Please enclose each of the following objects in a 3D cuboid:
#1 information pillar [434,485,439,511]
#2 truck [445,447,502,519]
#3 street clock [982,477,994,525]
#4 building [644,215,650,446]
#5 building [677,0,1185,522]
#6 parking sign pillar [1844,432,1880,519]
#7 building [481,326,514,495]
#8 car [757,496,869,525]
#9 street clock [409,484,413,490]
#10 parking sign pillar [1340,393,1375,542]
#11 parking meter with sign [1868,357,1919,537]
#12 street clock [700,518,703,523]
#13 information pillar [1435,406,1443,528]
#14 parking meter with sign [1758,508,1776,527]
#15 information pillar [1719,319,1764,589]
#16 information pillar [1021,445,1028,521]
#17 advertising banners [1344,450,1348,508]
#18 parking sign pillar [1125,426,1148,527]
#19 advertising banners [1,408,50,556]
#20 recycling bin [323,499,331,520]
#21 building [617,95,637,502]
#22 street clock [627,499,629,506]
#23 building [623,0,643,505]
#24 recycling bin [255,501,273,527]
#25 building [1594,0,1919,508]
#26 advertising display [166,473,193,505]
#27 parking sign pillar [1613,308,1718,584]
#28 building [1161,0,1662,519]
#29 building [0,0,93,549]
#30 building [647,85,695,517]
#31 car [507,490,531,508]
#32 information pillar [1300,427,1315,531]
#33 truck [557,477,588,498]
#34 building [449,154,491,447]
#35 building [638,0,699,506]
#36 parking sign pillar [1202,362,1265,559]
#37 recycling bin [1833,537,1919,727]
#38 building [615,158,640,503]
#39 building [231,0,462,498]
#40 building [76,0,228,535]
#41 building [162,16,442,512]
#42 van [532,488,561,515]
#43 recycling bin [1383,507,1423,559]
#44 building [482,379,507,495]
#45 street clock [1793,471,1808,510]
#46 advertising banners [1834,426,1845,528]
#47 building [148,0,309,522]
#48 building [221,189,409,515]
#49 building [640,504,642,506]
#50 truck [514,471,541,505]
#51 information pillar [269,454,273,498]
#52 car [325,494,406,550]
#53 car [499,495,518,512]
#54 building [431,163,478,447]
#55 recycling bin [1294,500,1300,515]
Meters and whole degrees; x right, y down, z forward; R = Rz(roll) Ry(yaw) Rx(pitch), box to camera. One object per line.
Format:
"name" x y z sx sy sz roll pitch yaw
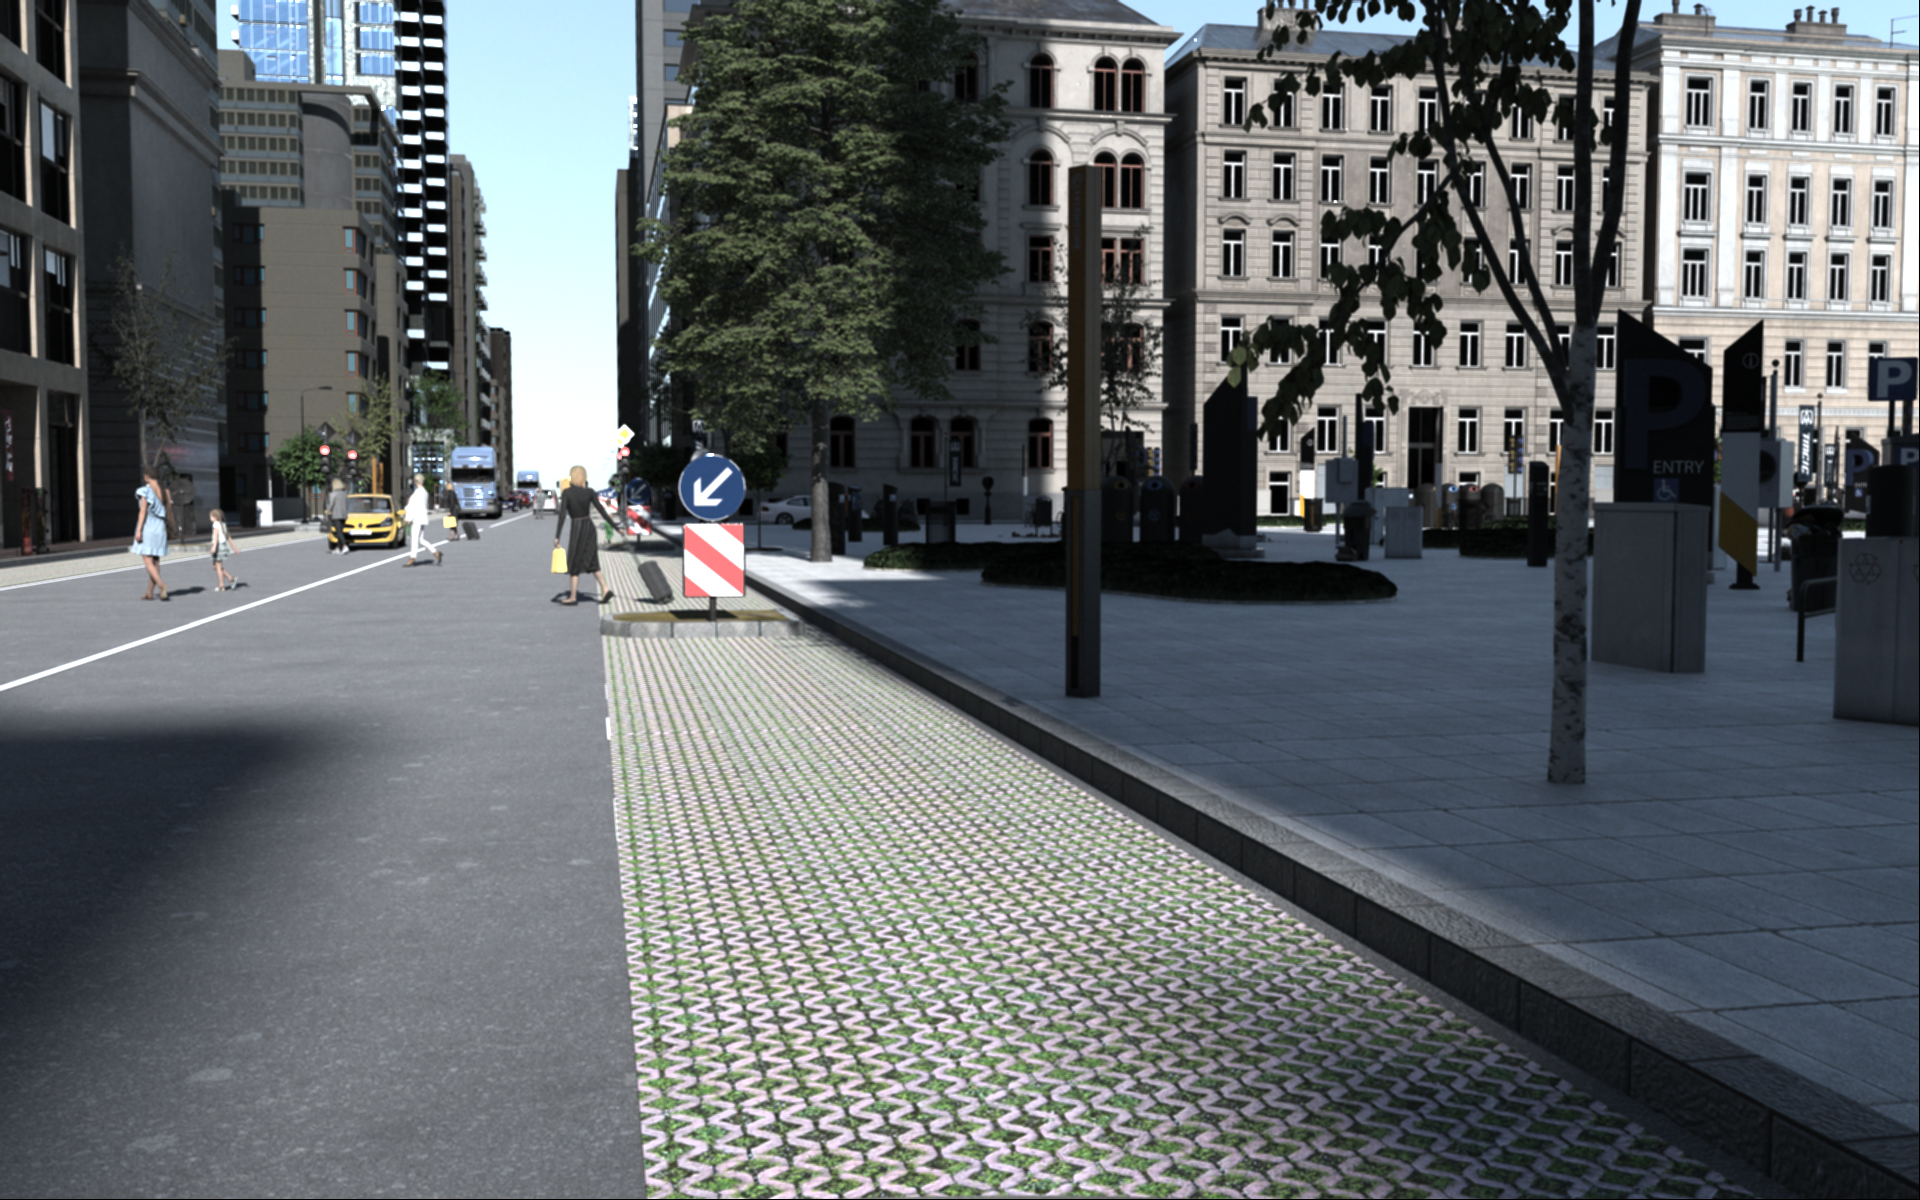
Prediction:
"information pillar" -40.453 -7.910 133.813 0.304 2.012 0.304 -3 5 -42
"truck" -28.994 -7.000 104.210 2.967 4.110 18.799 -1 4 -14
"street clock" 1.163 -4.139 72.239 0.358 2.002 0.471 3 5 45
"building" -18.929 -21.836 142.917 13.634 28.700 20.117 -1 4 -12
"building" -2.102 -18.411 88.406 23.554 28.519 14.401 -1 4 -12
"parking sign pillar" 38.908 -5.274 74.707 1.447 3.967 1.447 -2 4 -28
"building" -83.489 -31.939 293.896 14.160 30.474 14.107 -1 4 -12
"car" -6.331 -3.817 74.765 4.827 1.381 2.083 -1 4 -12
"street clock" -40.500 -7.538 127.824 0.358 2.002 0.471 -1 4 -14
"parking sign pillar" 10.964 -3.579 46.992 1.447 3.967 1.447 1 4 16
"parking meter with sign" 11.661 -1.540 21.432 0.543 3.016 1.738 1 4 19
"street clock" -7.178 -2.676 48.330 0.358 2.002 0.471 -1 4 -8
"information pillar" 12.861 -3.374 46.519 0.183 3.616 0.504 0 4 4
"parking meter with sign" 31.095 -4.311 66.742 1.738 3.016 0.543 1 4 21
"information pillar" 10.520 -1.955 23.311 0.504 3.616 0.183 1 4 10
"information pillar" 3.080 -5.554 82.162 0.183 3.616 0.504 1 4 22
"advertising banners" 15.201 -4.402 68.158 0.090 3.025 2.074 1 4 15
"parking sign pillar" 7.035 -4.930 69.072 1.447 3.967 1.447 2 4 30
"advertising banners" -19.509 -2.444 36.145 0.090 3.025 2.074 0 4 -6
"recycling bin" -31.265 -4.509 86.271 0.722 1.027 0.722 -2 4 -30
"building" -42.679 -58.664 271.833 22.319 86.520 31.000 -1 4 -12
"street clock" -27.462 -8.476 143.157 0.471 2.002 0.358 -1 4 -10
"building" -31.731 -47.556 215.787 20.563 71.187 20.611 -1 4 -12
"recycling bin" -27.246 -3.358 67.461 0.722 1.027 0.722 -3 4 -38
"building" 44.007 -19.041 97.227 20.117 28.700 13.634 -1 4 -12
"advertising display" -24.460 -3.004 54.323 0.974 1.923 0.123 1 4 22
"parking sign pillar" 10.181 -2.237 25.044 1.447 3.967 1.447 1 4 11
"building" 22.077 -18.009 91.706 25.104 27.353 12.463 -1 4 -12
"building" -29.676 -13.680 28.190 19.350 26.468 34.151 -1 4 -12
"building" -10.614 -19.087 116.588 19.350 26.468 34.151 -1 4 -12
"car" -44.397 -10.134 174.370 2.281 1.827 5.304 -1 4 -14
"information pillar" 12.099 -4.216 60.292 0.504 3.616 0.183 0 4 7
"truck" -43.319 -12.100 193.765 3.469 3.379 9.791 -1 4 -13
"building" -77.829 -38.085 242.300 23.786 49.044 30.456 -1 4 -12
"building" -20.540 -38.358 169.146 21.231 58.520 28.212 -1 4 -12
"parking sign pillar" 5.439 -2.841 34.917 1.447 3.967 1.447 -2 4 -27
"recycling bin" 5.486 0.166 9.837 0.722 1.027 0.722 -3 4 -39
"building" -37.924 -38.116 246.896 21.300 48.544 21.600 -1 4 -12
"building" -64.492 -53.226 182.921 22.319 86.520 31.000 -1 4 -12
"building" -38.165 -13.162 57.007 24.055 21.916 13.314 -1 4 -12
"building" -64.180 -28.373 155.776 32.217 40.220 23.993 -1 4 -12
"van" -29.049 -7.003 121.516 2.013 2.044 4.112 -1 4 -11
"recycling bin" 8.882 -1.356 34.732 0.722 1.027 0.722 1 4 11
"building" -86.081 -26.094 271.672 27.650 21.520 28.899 -1 4 -12
"street clock" 26.096 -3.010 53.784 0.471 2.002 0.358 2 4 32
"advertising banners" 22.168 -2.905 43.691 0.090 3.025 2.074 1 4 22
"building" -49.385 -23.863 82.033 32.217 40.220 23.993 -1 4 -12
"building" -53.108 -16.632 116.966 27.650 21.520 28.899 -1 4 -12
"building" -20.167 -30.859 196.424 32.217 40.220 23.993 -1 4 -12
"truck" -50.983 -13.195 205.499 2.967 4.110 18.799 -1 4 -12
"information pillar" -40.379 -6.754 101.789 0.504 3.616 0.183 2 4 24
"car" -15.704 -2.183 45.910 2.015 1.641 3.980 -1 4 -13
"car" -36.381 -7.714 138.703 1.945 1.354 3.894 -1 4 -10
"building" -65.645 -32.046 207.538 14.154 41.232 14.086 -1 4 -12
"recycling bin" 13.987 -3.554 70.663 0.722 1.027 0.722 1 4 11
